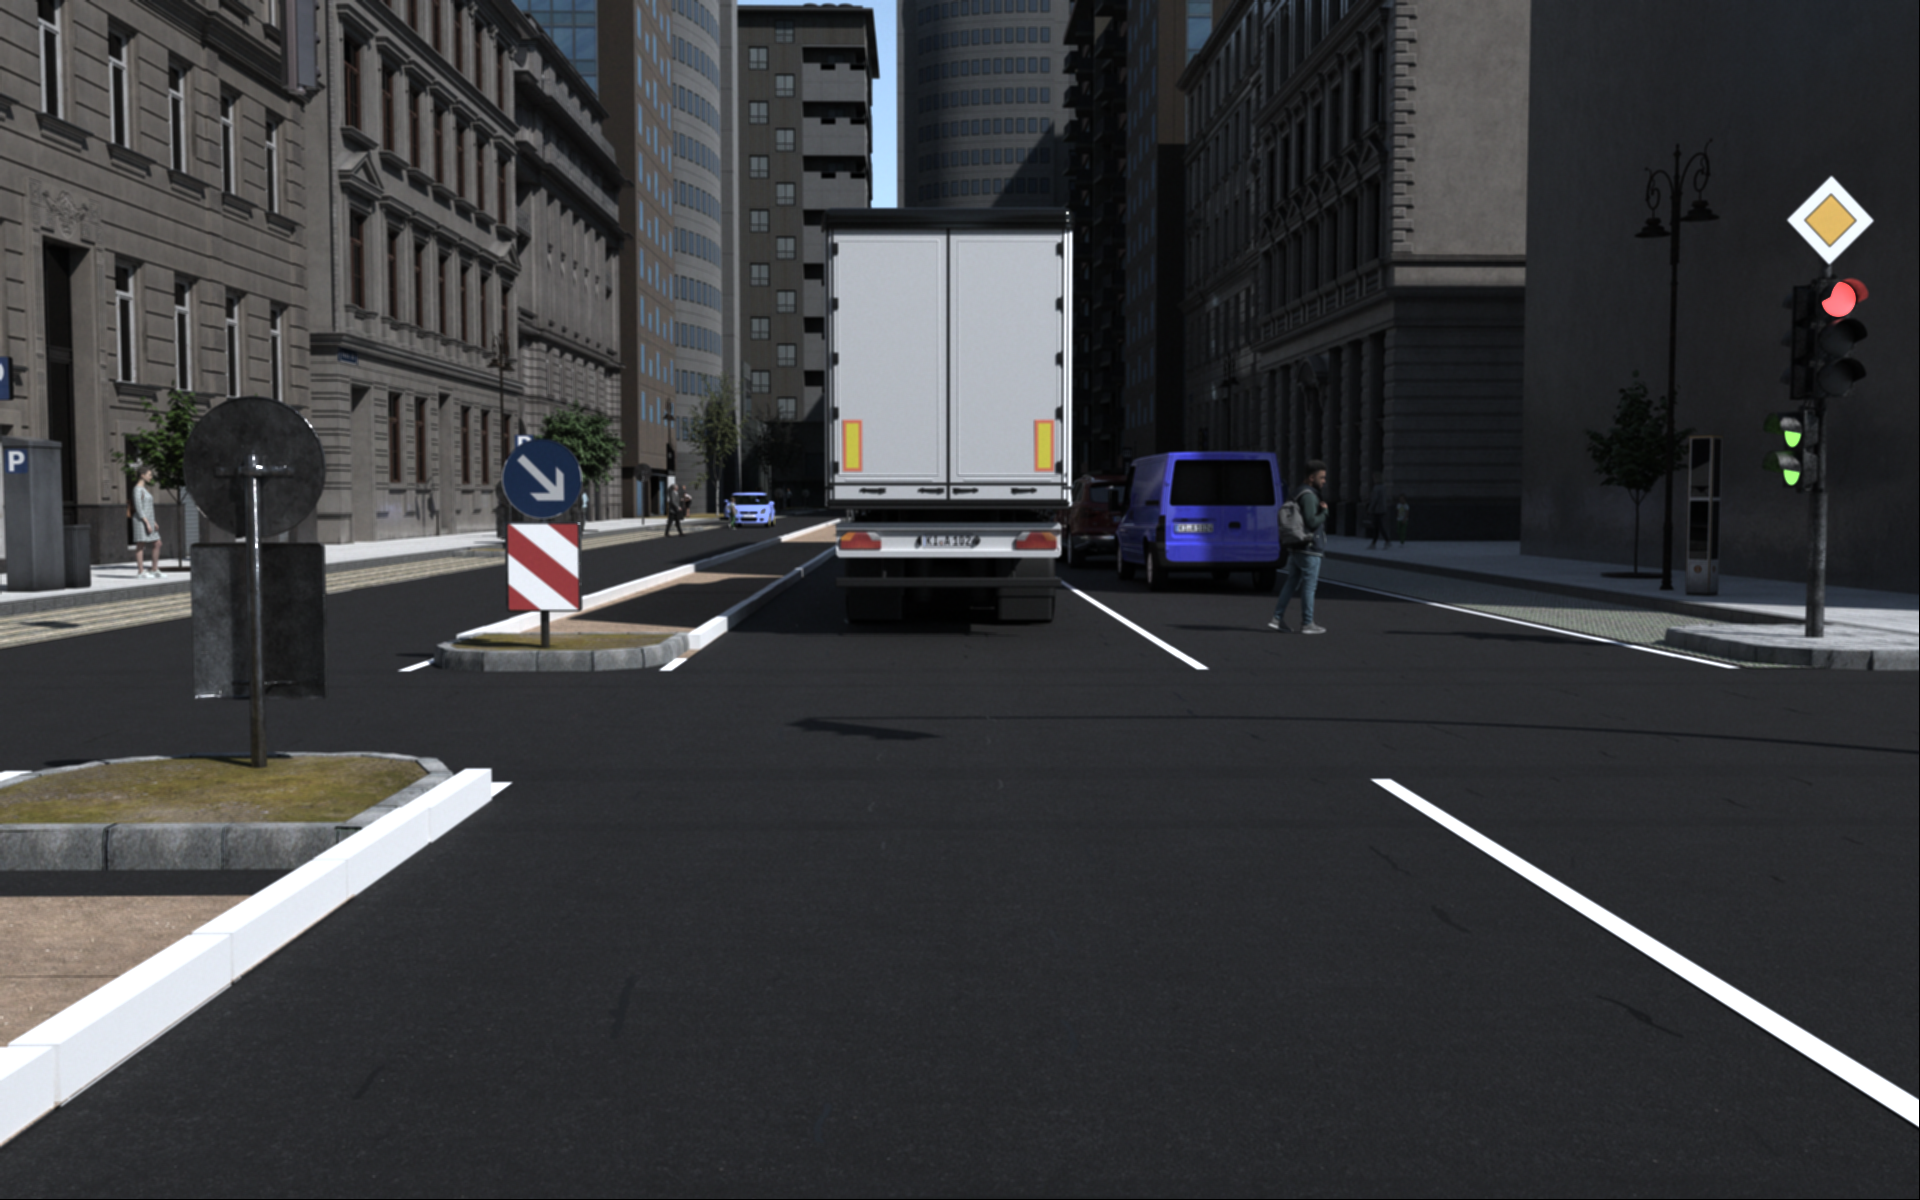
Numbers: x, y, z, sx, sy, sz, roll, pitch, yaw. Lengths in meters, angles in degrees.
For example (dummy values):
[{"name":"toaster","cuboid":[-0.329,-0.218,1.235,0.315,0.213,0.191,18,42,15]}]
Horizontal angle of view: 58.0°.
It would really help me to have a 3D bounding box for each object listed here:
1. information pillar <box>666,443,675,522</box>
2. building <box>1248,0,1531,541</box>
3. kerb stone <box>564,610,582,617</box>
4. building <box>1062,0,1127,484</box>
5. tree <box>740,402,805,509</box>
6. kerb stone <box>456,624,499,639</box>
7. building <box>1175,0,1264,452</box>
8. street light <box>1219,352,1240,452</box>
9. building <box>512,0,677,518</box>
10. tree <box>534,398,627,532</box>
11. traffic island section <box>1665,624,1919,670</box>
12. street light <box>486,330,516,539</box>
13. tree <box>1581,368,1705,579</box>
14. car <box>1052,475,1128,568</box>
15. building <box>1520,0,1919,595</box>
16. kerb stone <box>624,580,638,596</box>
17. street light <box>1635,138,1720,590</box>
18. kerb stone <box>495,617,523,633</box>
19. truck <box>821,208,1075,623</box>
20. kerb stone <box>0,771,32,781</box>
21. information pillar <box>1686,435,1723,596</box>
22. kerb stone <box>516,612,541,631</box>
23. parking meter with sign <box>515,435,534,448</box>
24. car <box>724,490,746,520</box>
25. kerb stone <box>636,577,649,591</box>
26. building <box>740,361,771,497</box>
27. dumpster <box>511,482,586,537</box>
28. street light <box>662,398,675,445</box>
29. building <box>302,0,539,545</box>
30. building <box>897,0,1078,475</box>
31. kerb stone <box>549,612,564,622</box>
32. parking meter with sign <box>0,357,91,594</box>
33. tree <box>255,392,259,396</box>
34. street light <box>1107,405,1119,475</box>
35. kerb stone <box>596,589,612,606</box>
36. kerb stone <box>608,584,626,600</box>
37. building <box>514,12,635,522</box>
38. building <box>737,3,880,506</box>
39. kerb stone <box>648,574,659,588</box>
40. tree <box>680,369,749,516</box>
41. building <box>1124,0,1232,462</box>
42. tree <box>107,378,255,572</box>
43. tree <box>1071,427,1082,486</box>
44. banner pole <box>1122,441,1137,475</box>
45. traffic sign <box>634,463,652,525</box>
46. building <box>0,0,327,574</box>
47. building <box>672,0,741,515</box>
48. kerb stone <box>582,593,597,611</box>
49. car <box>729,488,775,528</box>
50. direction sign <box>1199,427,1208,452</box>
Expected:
[{"name":"information pillar","cuboid":[-13.310,-5.403,79.688,0.183,3.616,0.504,2,4,31]},{"name":"building","cuboid":[16.299,-13.884,55.875,11.050,23.489,19.941,0,4,-1]},{"name":"kerb stone","cuboid":[-4.646,0.113,20.414,0.120,0.150,1.000,0,4,-1]},{"name":"building","cuboid":[20.347,-30.305,150.108,22.147,44.769,28.867,0,4,-1]},{"name":"tree","cuboid":[-15.234,-11.416,137.009,4.360,8.622,3.978,0,3,0]},{"name":"kerb stone","cuboid":[-4.545,0.360,16.306,0.120,0.150,1.000,0,4,-1]},{"name":"building","cuboid":[17.656,-17.187,78.275,12.463,27.353,25.104,0,4,-1]},{"name":"street light","cuboid":[8.761,-5.118,56.463,0.468,5.910,1.993,0,4,-1]},{"name":"building","cuboid":[-23.881,-27.296,96.406,14.600,45.320,14.200,0,4,-1]},{"name":"tree","cuboid":[-13.151,-4.633,59.471,4.285,4.588,4.351,0,3,0]},{"name":"traffic island section","cuboid":[7.685,0.413,15.536,2.009,0.180,2.903,0,4,-1]},{"name":"street light","cuboid":[-12.913,-4.653,48.860,0.468,5.910,1.993,0,4,-1]},{"name":"tree","cuboid":[10.382,-1.970,26.816,1.663,3.219,1.824,0,3,0]},{"name":"car","cuboid":[3.052,-1.618,35.130,2.281,1.827,5.304,0,4,-2]},{"name":"building","cuboid":[29.108,-13.594,26.783,34.151,26.468,19.350,0,4,-1]},{"name":"kerb stone","cuboid":[-4.742,-0.142,24.515,0.120,0.150,1.000,0,4,-1]},{"name":"street light","cuboid":[9.466,-3.073,23.026,0.468,5.910,1.993,0,4,-1]},{"name":"kerb stone","cuboid":[-4.573,0.303,17.339,0.120,0.150,1.000,0,4,-1]},{"name":"truck","cuboid":[-0.087,-2.060,22.597,2.839,4.237,11.283,0,4,0]},{"name":"kerb stone","cuboid":[-4.345,0.897,7.522,0.120,0.150,1.000,0,4,-1]},{"name":"information pillar","cuboid":[9.412,-1.065,21.913,0.304,2.012,0.304,-3,5,-45]},{"name":"kerb stone","cuboid":[-4.601,0.234,18.370,0.120,0.150,1.000,0,4,-1]},{"name":"parking meter with sign","cuboid":[-12.905,-3.400,51.855,0.543,3.016,1.738,0,4,-6]},{"name":"car","cuboid":[-11.844,-5.189,94.433,1.945,1.707,3.694,0,3,0]},{"name":"kerb stone","cuboid":[-4.766,-0.204,25.537,0.120,0.150,1.000,0,4,-1]},{"name":"building","cuboid":[-33.191,-51.239,150.426,31.000,86.520,22.319,0,4,-1]},{"name":"dumpster","cuboid":[-10.769,-2.256,45.101,1.865,1.857,1.264,0,4,-3]},{"name":"street light","cuboid":[-13.767,-6.686,82.104,0.468,5.910,1.993,0,4,-1]},{"name":"building","cuboid":[-20.932,-13.260,52.965,11.583,22.565,21.152,0,4,-1]},{"name":"building","cuboid":[7.311,-39.393,186.077,28.212,58.520,21.231,0,4,-1]},{"name":"kerb stone","cuboid":[-4.627,0.172,19.392,0.120,0.150,1.000,0,4,-1]},{"name":"parking meter with sign","cuboid":[-12.233,-1.630,22.910,0.543,3.016,1.738,0,4,6]},{"name":"tree","cuboid":[-13.228,-2.343,32.906,1.663,3.219,1.824,0,3,0]},{"name":"street light","cuboid":[7.967,-7.184,90.244,0.468,5.910,1.993,0,4,-1]},{"name":"kerb stone","cuboid":[-4.696,-0.010,22.458,0.120,0.150,1.000,0,4,-1]},{"name":"kerb stone","cuboid":[-4.713,-0.079,23.480,0.120,0.150,1.000,0,4,-1]},{"name":"building","cuboid":[-22.728,-14.294,75.512,13.314,21.916,24.055,0,4,-1]},{"name":"building","cuboid":[-20.610,-36.677,188.901,27.495,52.752,28.713,0,4,-1]},{"name":"kerb stone","cuboid":[-4.786,-0.267,26.562,0.120,0.150,1.000,0,4,-1]},{"name":"tree","cuboid":[-14.244,-9.222,101.148,4.737,8.622,4.395,0,3,0]},{"name":"building","cuboid":[17.218,-27.453,98.966,14.600,45.320,14.200,0,4,-1]},{"name":"tree","cuboid":[-13.080,-2.106,29.033,1.663,3.219,1.824,0,3,0]},{"name":"tree","cuboid":[7.073,-11.054,131.089,4.360,8.622,3.978,0,3,0]},{"name":"banner pole","cuboid":[8.035,-5.605,81.666,0.863,3.779,0.401,-1,4,-16]},{"name":"traffic sign","cuboid":[-13.138,-4.381,71.728,0.768,2.556,0.104,0,4,6]},{"name":"building","cuboid":[-21.078,-14.194,29.334,12.463,27.353,25.104,0,4,-1]},{"name":"building","cuboid":[-26.982,-35.175,117.104,21.231,58.520,28.212,0,4,-1]},{"name":"kerb stone","cuboid":[-4.673,0.046,21.436,0.120,0.150,1.000,0,4,-1]},{"name":"car","cuboid":[-8.982,-4.006,75.087,1.945,1.707,3.694,0,4,-1]},{"name":"direction sign","cuboid":[8.324,-4.119,59.347,0.379,3.537,0.876,-1,4,-10]}]
